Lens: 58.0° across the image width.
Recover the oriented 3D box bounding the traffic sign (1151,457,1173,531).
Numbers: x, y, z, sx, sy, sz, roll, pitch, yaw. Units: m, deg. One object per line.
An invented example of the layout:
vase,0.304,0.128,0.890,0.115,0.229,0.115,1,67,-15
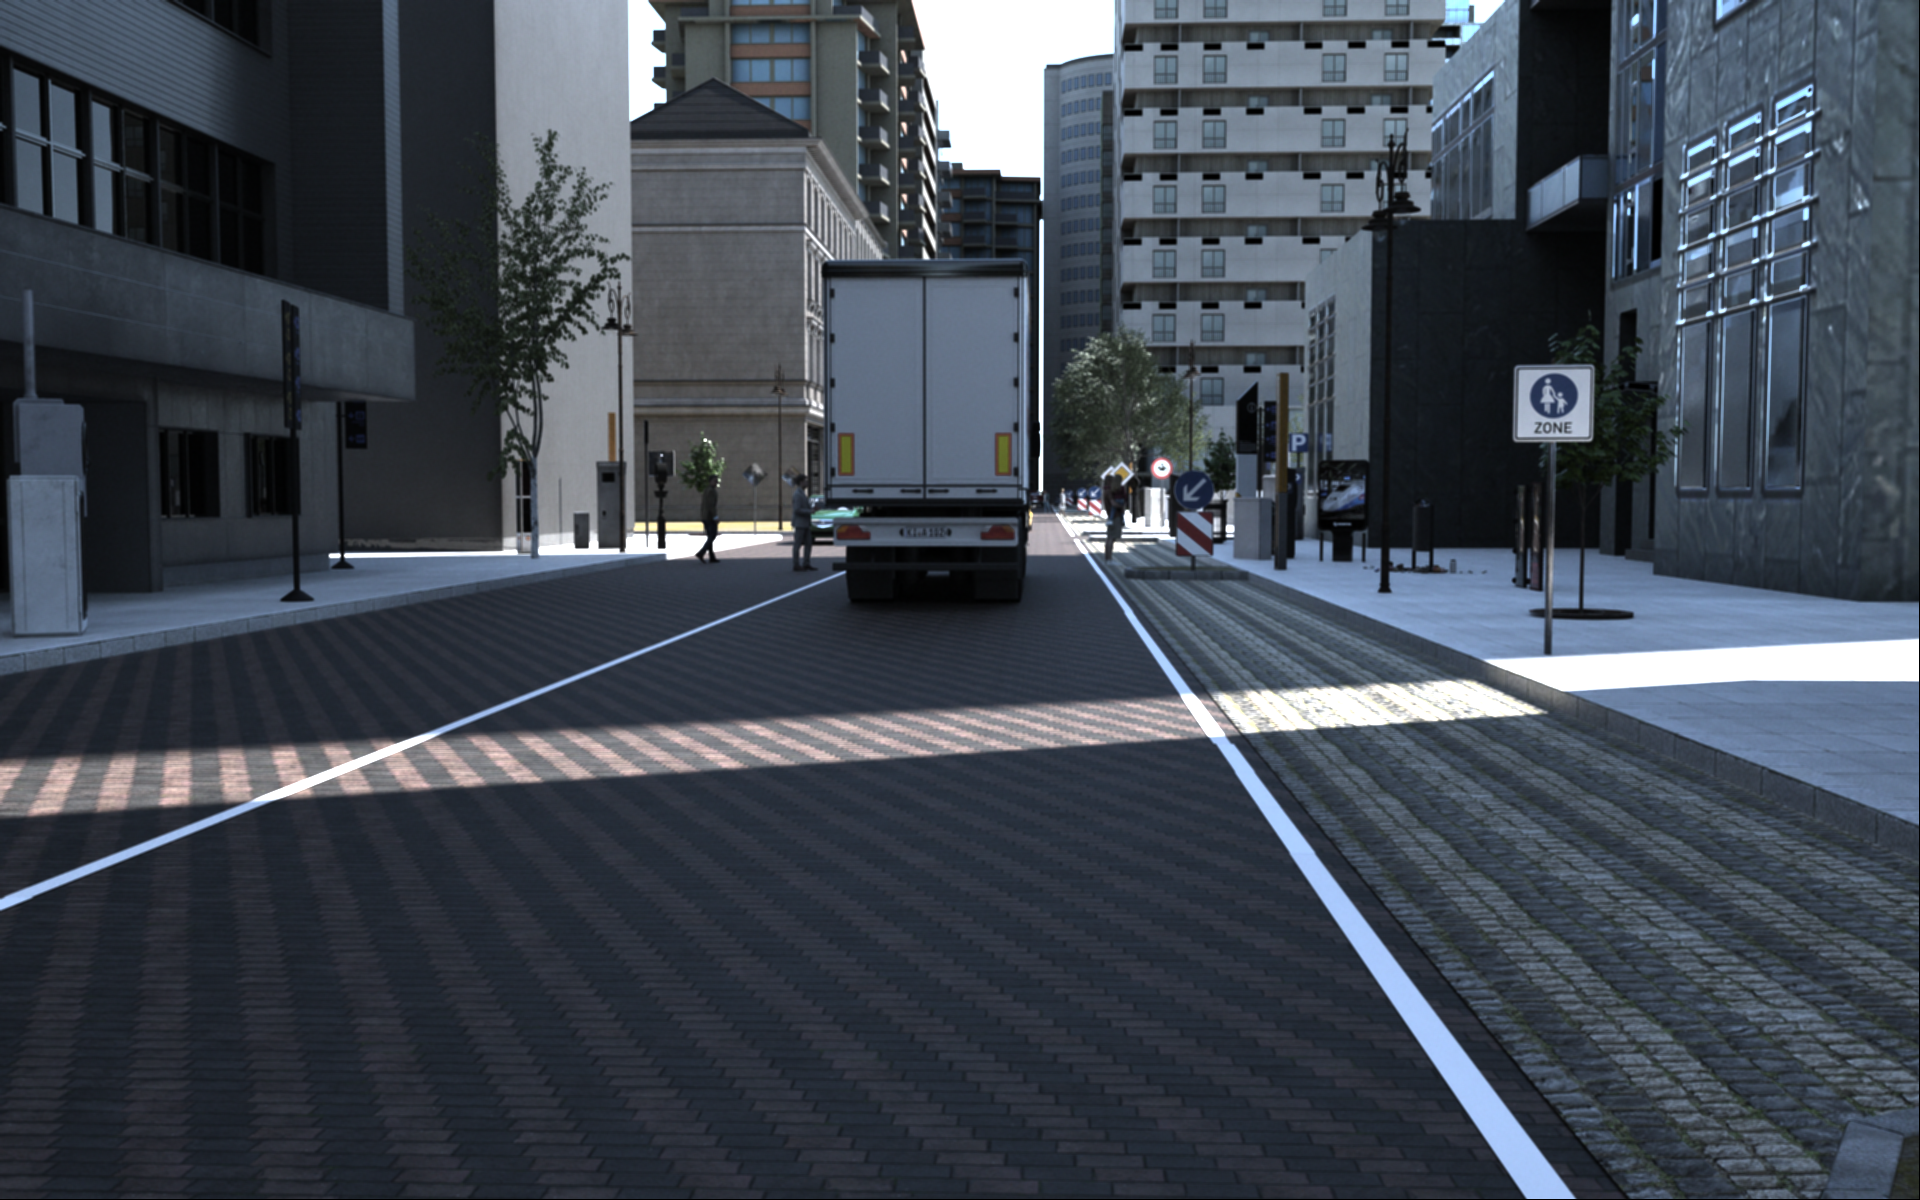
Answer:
traffic sign,6.966,-3.649,59.769,0.768,2.556,0.104,0,4,5

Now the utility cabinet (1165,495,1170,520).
utility cabinet,10.021,-4.513,84.947,1.020,1.237,0.306,-1,4,-21

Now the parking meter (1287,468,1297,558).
parking meter,6.524,-1.769,34.642,0.399,1.863,0.255,0,4,-2

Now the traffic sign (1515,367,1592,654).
traffic sign,4.704,-0.713,13.794,0.606,2.300,0.079,1,4,11

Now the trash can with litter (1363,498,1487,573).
trash can with litter,7.578,-1.088,28.843,1.678,1.210,2.233,-1,4,-19

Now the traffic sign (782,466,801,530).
traffic sign,-5.899,-3.510,61.024,0.795,2.450,0.064,0,4,3

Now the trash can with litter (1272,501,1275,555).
trash can with litter,6.671,-1.550,36.723,0.624,1.170,1.055,-1,4,-14

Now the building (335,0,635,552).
building,-21.680,-15.391,45.154,24.014,27.812,14.314,0,4,3

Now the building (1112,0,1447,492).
building,27.778,-34.717,156.863,28.713,52.752,27.495,0,4,3

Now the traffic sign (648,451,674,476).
traffic sign,-7.014,-2.359,40.696,0.606,2.300,0.079,0,4,4

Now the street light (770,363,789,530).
street light,-6.357,-5.408,61.217,0.468,5.910,1.993,0,4,3

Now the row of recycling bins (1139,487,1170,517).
row of recycling bins,11.578,-5.497,96.983,3.534,1.692,1.069,-1,4,-20

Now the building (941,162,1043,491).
building,-3.428,-35.273,231.340,28.867,44.769,22.147,0,4,3

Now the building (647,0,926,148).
building,-14.485,-30.333,150.575,22.147,44.769,28.867,0,4,3

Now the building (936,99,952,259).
building,-16.348,-35.531,200.533,30.456,49.044,23.786,0,4,3

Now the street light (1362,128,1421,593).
street light,5.537,-3.034,22.400,0.468,5.910,1.993,0,4,3

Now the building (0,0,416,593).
building,-16.644,-11.910,13.792,14.314,24.678,30.058,0,4,3

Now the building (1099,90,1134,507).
building,21.391,-30.281,178.695,14.154,41.232,14.086,0,4,3

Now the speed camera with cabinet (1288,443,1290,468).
speed camera with cabinet,13.246,-4.417,66.557,0.660,3.252,2.038,-2,4,-34

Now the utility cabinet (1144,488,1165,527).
utility cabinet,7.479,-3.529,66.375,0.318,1.500,1.173,2,4,34

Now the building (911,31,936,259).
building,-13.682,-33.772,175.870,21.300,48.544,21.600,0,4,3

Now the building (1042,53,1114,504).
building,25.042,-42.006,228.793,28.212,58.520,21.231,0,4,3

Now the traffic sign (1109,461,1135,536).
traffic sign,4.899,-2.988,52.494,0.795,2.450,0.064,0,4,3

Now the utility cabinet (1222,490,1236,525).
utility cabinet,11.209,-3.766,70.246,0.318,1.500,1.173,-2,4,-24

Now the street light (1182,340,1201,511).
street light,6.933,-4.845,51.995,0.468,5.910,1.993,0,4,3

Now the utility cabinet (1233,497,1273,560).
utility cabinet,5.775,-1.406,34.156,0.306,1.237,1.020,-1,4,-21

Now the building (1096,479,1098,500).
building,31.834,-30.910,197.253,32.217,40.220,23.993,0,4,3

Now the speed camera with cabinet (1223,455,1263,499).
speed camera with cabinet,12.890,-5.113,77.929,2.038,3.252,0.660,2,4,35

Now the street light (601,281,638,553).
street light,-7.398,-3.975,37.785,0.468,5.910,1.993,0,4,3

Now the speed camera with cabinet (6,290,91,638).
speed camera with cabinet,-8.581,-1.345,16.325,0.660,3.252,2.038,-2,4,-24

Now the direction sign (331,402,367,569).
direction sign,-10.621,-2.305,29.691,0.876,3.537,0.379,-1,4,-22

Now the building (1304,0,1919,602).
building,20.598,-44.056,32.991,22.319,86.520,31.000,0,4,3

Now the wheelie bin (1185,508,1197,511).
wheelie bin,17.874,-7.752,134.659,0.693,1.594,0.980,-2,4,-29

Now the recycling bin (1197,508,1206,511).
recycling bin,10.850,-4.072,79.137,0.722,1.027,0.722,0,4,6

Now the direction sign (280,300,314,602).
direction sign,-7.962,-1.755,20.698,0.379,3.537,0.876,-1,4,-10

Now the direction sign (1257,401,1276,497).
direction sign,7.324,-3.078,42.324,0.876,3.537,0.379,1,4,10

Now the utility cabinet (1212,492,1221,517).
utility cabinet,14.058,-5.240,94.349,1.173,1.500,0.318,1,4,18

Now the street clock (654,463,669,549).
street clock,-6.948,-2.184,40.283,0.358,2.002,0.471,-1,4,-18

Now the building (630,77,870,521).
building,-11.515,-14.132,81.970,10.553,20.767,40.483,0,4,3

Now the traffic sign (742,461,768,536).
traffic sign,-6.281,-3.022,53.048,0.795,2.450,0.064,0,4,3

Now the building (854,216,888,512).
building,-10.371,-16.100,112.381,9.793,20.994,18.267,0,4,3

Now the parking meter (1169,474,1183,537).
parking meter,6.419,-2.785,51.254,0.399,1.863,0.255,-1,4,-12

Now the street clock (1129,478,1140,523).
street clock,7.627,-4.353,75.745,0.471,2.002,0.358,2,4,34

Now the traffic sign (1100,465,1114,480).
traffic sign,5.282,-3.476,60.470,0.795,2.450,0.064,0,4,3
